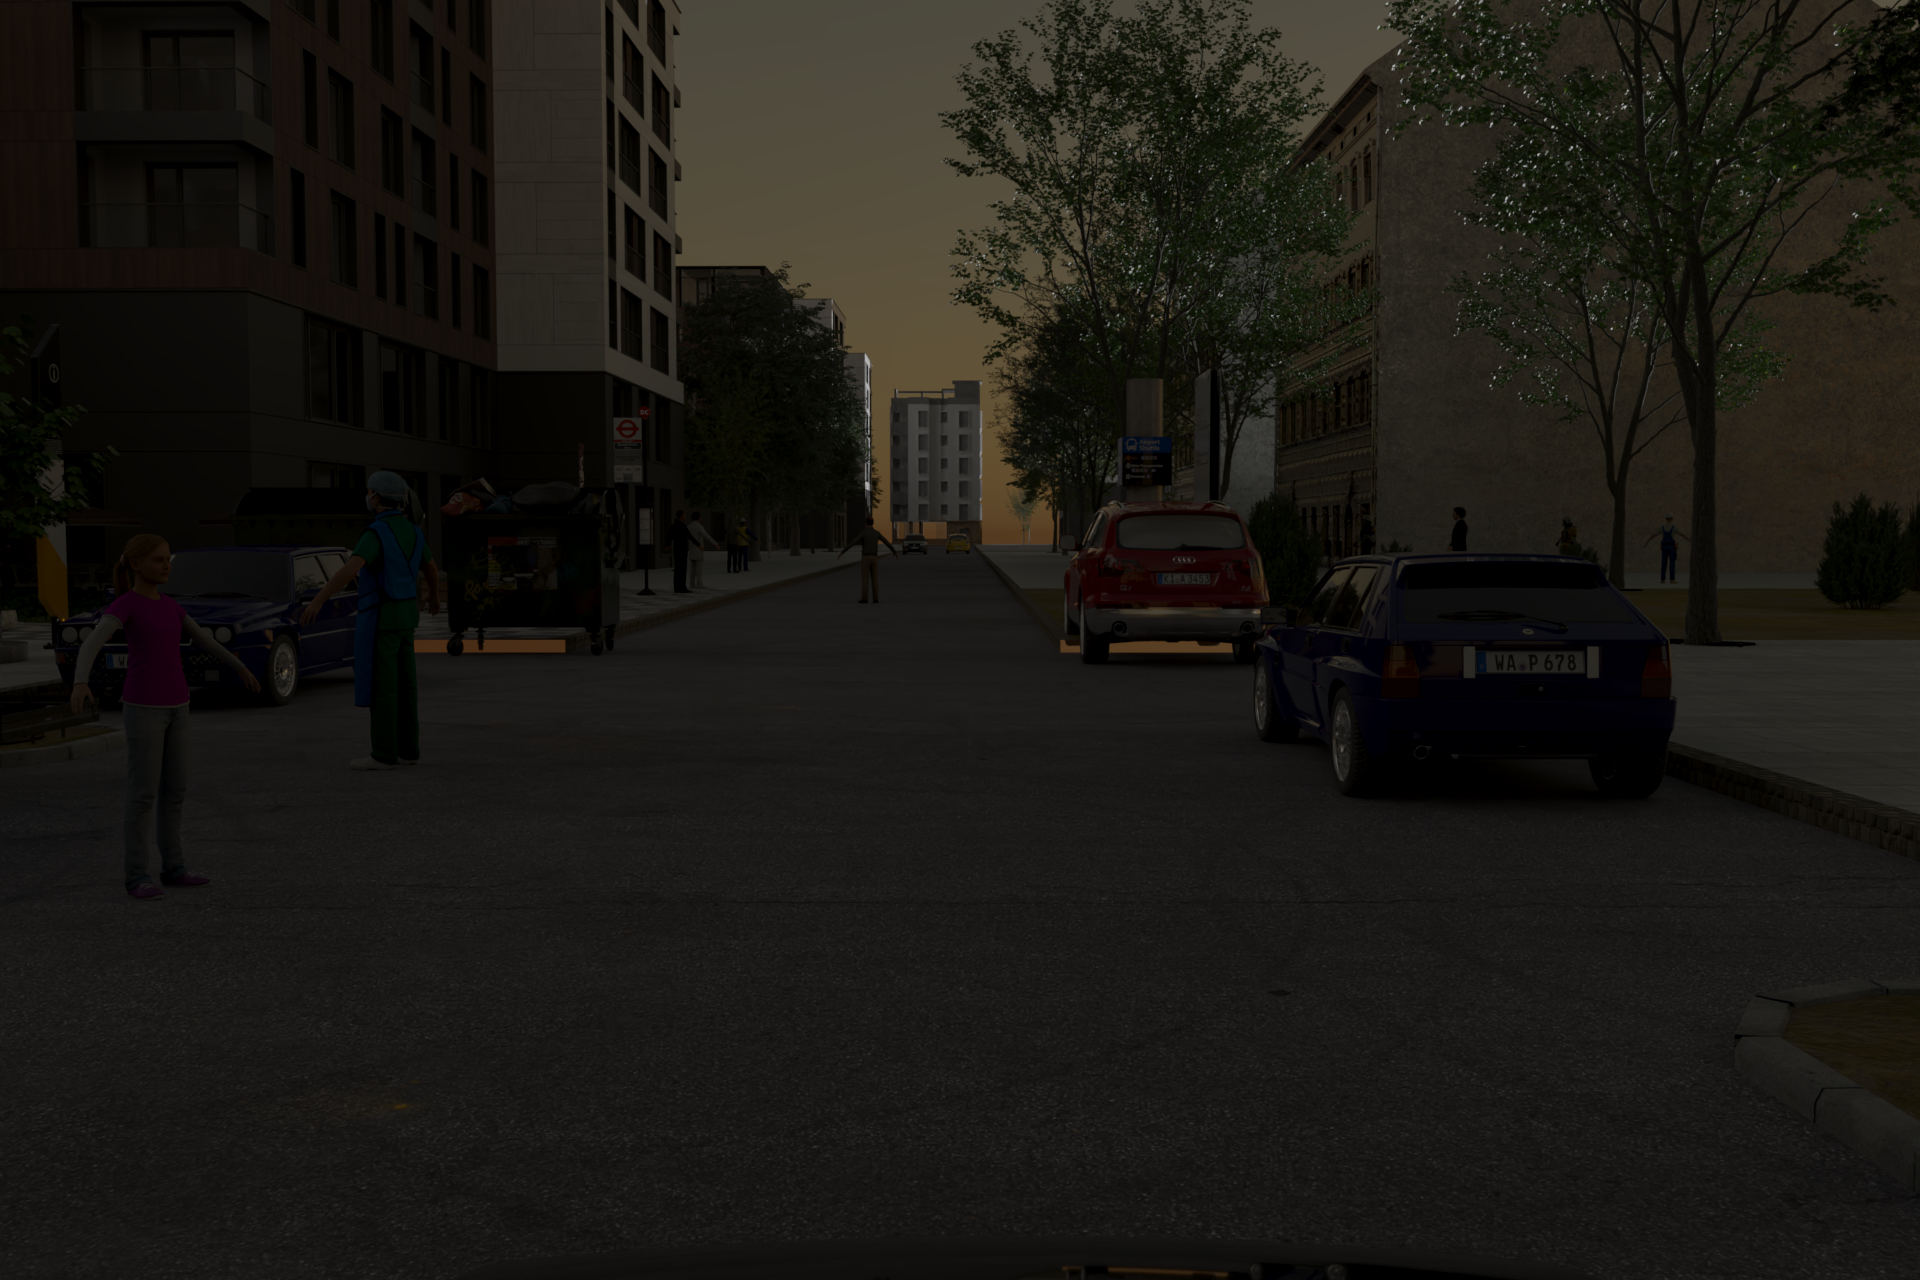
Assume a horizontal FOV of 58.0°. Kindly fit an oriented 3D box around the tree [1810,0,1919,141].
[{"bbox_3d":[8.101,-4.591,9.473,7.601,10.594,8.767,0,4,-5],"label":"tree"}]

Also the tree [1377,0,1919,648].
[{"bbox_3d":[8.460,-5.754,19.826,9.928,11.665,9.643,0,3,0],"label":"tree"}]

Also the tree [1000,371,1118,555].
[{"bbox_3d":[6.131,-11.441,105.192,7.486,12.596,7.792,0,3,0],"label":"tree"}]

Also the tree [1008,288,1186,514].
[{"bbox_3d":[5.785,-8.987,72.698,9.928,11.665,9.643,0,3,0],"label":"tree"}]

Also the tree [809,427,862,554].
[{"bbox_3d":[-9.913,-10.885,112.380,7.601,10.594,8.767,0,4,-3],"label":"tree"}]

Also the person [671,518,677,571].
[{"bbox_3d":[-9.762,-3.293,59.779,0.705,1.837,1.347,-2,4,-32],"label":"person"}]

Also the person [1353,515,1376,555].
[{"bbox_3d":[12.091,-2.805,51.641,0.705,1.856,1.354,-1,4,-11],"label":"person"}]

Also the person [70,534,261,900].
[{"bbox_3d":[-3.153,0.296,6.889,0.599,1.433,0.991,1,4,17],"label":"person"}]

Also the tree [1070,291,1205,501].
[{"bbox_3d":[5.594,-6.152,50.947,4.737,8.622,4.395,0,3,0],"label":"tree"}]

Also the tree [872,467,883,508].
[{"bbox_3d":[-13.268,-18.381,218.652,7.486,12.596,7.792,0,3,0],"label":"tree"}]

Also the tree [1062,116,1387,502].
[{"bbox_3d":[6.333,-7.107,41.949,9.928,11.665,9.643,0,3,0],"label":"tree"}]

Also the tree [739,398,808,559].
[{"bbox_3d":[-10.024,-8.496,89.274,4.360,8.622,3.978,0,3,0],"label":"tree"}]

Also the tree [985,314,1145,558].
[{"bbox_3d":[6.368,-11.049,91.022,12.009,13.543,11.850,0,3,0],"label":"tree"}]

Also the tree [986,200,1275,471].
[{"bbox_3d":[6.129,-9.247,61.561,12.009,13.543,11.850,0,3,0],"label":"tree"}]

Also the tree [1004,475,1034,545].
[{"bbox_3d":[8.065,-16.031,212.466,4.360,8.622,3.978,0,3,0],"label":"tree"}]

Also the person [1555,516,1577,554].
[{"bbox_3d":[18.880,-2.945,53.914,0.705,1.858,1.354,0,3,0],"label":"person"}]

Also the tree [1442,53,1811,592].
[{"bbox_3d":[14.773,-6.908,38.708,9.928,11.665,9.643,0,3,0],"label":"tree"}]

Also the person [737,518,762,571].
[{"bbox_3d":[-7.458,-3.280,59.593,1.349,1.833,0.705,2,4,24],"label":"person"}]

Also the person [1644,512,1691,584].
[{"bbox_3d":[18.442,-2.396,45.038,1.347,1.847,0.705,3,5,40],"label":"person"}]

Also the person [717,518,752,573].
[{"bbox_3d":[-7.476,-3.110,56.978,1.348,1.813,0.705,2,4,25],"label":"person"}]

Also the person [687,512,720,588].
[{"bbox_3d":[-6.237,-2.137,41.125,1.347,1.806,0.705,3,4,38],"label":"person"}]

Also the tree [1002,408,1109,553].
[{"bbox_3d":[6.493,-11.712,117.251,9.928,11.665,9.643,0,3,0],"label":"tree"}]

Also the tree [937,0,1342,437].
[{"bbox_3d":[3.426,-6.589,33.491,9.928,11.665,9.643,0,3,0],"label":"tree"}]

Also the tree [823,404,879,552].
[{"bbox_3d":[-9.241,-12.031,122.458,9.928,11.665,9.643,0,3,0],"label":"tree"}]

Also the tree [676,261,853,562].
[{"bbox_3d":[-9.721,-10.630,80.453,9.857,13.997,8.962,0,3,0],"label":"tree"}]

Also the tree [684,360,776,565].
[{"bbox_3d":[-9.538,-7.462,72.365,4.737,8.622,4.395,0,3,0],"label":"tree"}]

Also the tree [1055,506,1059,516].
[{"bbox_3d":[14.418,-16.333,217.409,4.360,8.622,3.978,0,3,0],"label":"tree"}]

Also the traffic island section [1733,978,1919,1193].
[{"bbox_3d":[3.069,1.138,4.262,1.991,0.108,1.994,0,4,0],"label":"traffic island section"}]

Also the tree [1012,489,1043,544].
[{"bbox_3d":[8.488,-16.410,218.669,4.737,8.622,4.395,0,3,0],"label":"tree"}]

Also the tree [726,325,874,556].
[{"bbox_3d":[-9.730,-11.897,101.175,9.857,13.997,8.962,0,3,0],"label":"tree"}]
